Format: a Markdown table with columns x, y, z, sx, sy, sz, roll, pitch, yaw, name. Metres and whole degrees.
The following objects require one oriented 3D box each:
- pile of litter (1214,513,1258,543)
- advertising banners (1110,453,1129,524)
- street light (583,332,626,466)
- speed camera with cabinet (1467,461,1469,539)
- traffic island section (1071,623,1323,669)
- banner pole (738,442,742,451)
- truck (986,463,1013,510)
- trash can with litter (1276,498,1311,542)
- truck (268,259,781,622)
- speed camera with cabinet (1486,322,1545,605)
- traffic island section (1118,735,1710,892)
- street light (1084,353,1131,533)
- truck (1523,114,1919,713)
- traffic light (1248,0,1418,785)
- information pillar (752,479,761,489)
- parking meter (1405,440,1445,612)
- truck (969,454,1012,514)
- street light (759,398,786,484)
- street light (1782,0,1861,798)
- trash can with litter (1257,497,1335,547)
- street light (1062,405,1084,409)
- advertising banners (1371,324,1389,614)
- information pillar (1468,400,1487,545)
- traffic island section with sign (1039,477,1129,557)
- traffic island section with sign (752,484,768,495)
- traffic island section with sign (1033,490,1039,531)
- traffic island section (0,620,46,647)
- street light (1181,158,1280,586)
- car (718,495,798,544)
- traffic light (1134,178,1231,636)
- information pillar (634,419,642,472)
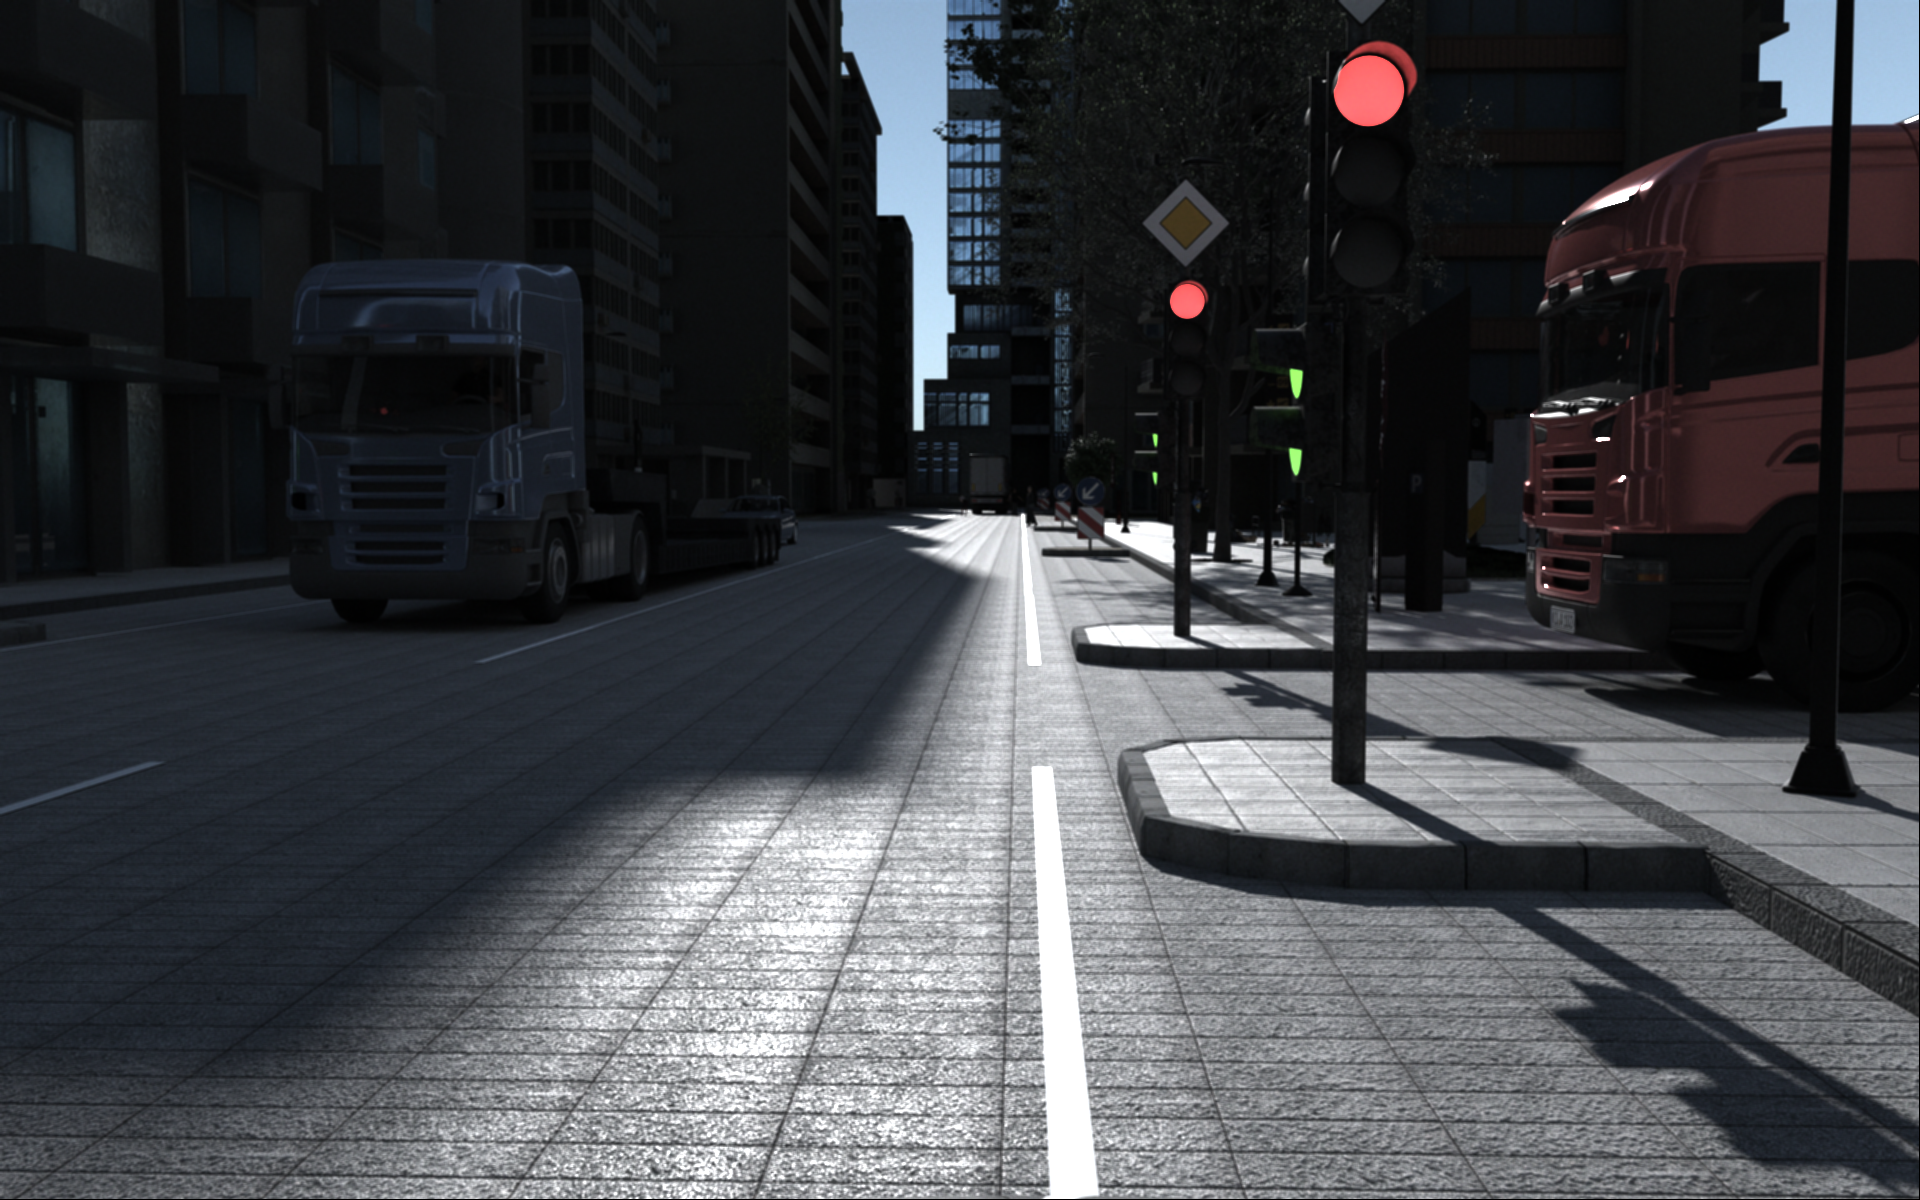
| x | y | z | sx | sy | sz | roll | pitch | yaw | name |
| --- | --- | --- | --- | --- | --- | --- | --- | --- | --- |
| 7.409 | -1.990 | 46.500 | 1.176 | 0.858 | 1.719 | 1 | 4 | 11 | pile of litter |
| 6.794 | -4.754 | 73.917 | 0.090 | 3.025 | 2.074 | 2 | 4 | 28 | advertising banners |
| -10.241 | -4.719 | 49.695 | 1.470 | 5.913 | 1.316 | 0 | 4 | 2 | street light |
| 14.931 | -3.299 | 48.274 | 0.660 | 3.252 | 2.038 | -2 | 4 | -24 | speed camera with cabinet |
| 2.034 | 0.403 | 15.697 | 2.009 | 0.180 | 2.903 | 0 | 4 | 2 | traffic island section |
| -10.590 | -5.701 | 83.224 | 0.401 | 3.779 | 0.863 | 0 | 4 | 5 | banner pole |
| 3.302 | -10.379 | 158.615 | 2.839 | 4.237 | 11.283 | 0 | 4 | 3 | truck |
| 9.002 | -2.157 | 46.647 | 0.624 | 1.170 | 1.055 | 3 | 4 | 37 | trash can with litter |
| -5.334 | -2.232 | 26.255 | 2.967 | 4.110 | 18.799 | 0 | 4 | 3 | truck |
| 7.255 | -1.601 | 20.514 | 2.038 | 3.252 | 0.660 | -2 | 4 | -28 | speed camera with cabinet |
| 1.752 | 0.891 | 7.717 | 2.009 | 0.180 | 2.903 | 0 | 4 | 2 | traffic island section |
| 4.950 | -5.187 | 57.349 | 1.470 | 5.913 | 1.316 | 0 | 4 | 2 | street light |
| 9.283 | -1.429 | 12.275 | 11.283 | 4.237 | 2.839 | 0 | 4 | 1 | truck |
| 1.712 | -1.143 | 7.605 | 0.839 | 4.253 | 0.868 | 0 | 4 | 2 | traffic light |
| -9.713 | -4.783 | 82.692 | 0.304 | 2.012 | 0.304 | 2 | 4 | 35 | information pillar |
| 5.094 | -0.813 | 19.003 | 0.255 | 1.863 | 0.399 | -2 | 4 | -24 | parking meter |
| 2.244 | -8.511 | 128.067 | 2.839 | 4.237 | 11.283 | 0 | 4 | 4 | truck |
| -9.115 | -6.804 | 83.780 | 1.470 | 5.913 | 1.316 | 0 | 4 | 2 | street light |
| 3.188 | -2.128 | 7.342 | 1.470 | 5.913 | 1.316 | 0 | 4 | 2 | street light |
| 8.272 | -1.917 | 42.405 | 1.678 | 1.210 | 2.233 | -2 | 4 | -35 | trash can with litter |
| 6.045 | -7.223 | 90.635 | 1.470 | 5.913 | 1.316 | 0 | 4 | 2 | street light |
| 4.591 | -1.392 | 18.944 | 0.090 | 3.025 | 2.074 | 1 | 4 | 12 | advertising banners |
| 12.867 | -3.166 | 43.113 | 0.504 | 3.616 | 0.183 | -1 | 4 | -23 | information pillar |
| 2.912 | -1.947 | 40.463 | 1.989 | 1.847 | 2.006 | 0 | 4 | 2 | traffic island section with sign |
| -7.842 | -3.623 | 67.867 | 1.989 | 1.847 | 2.006 | 0 | 4 | 2 | traffic island section with sign |
| 3.871 | -3.595 | 67.402 | 1.989 | 1.847 | 2.006 | 0 | 4 | 2 | traffic island section with sign |
| -9.999 | 0.376 | 16.126 | 2.009 | 0.180 | 2.903 | 0 | 4 | 2 | traffic island section |
| 3.758 | -3.151 | 24.067 | 1.470 | 5.913 | 1.316 | 0 | 4 | 2 | street light |
| -5.638 | -2.221 | 48.320 | 2.014 | 1.417 | 4.499 | 0 | 4 | 4 | car |
| 1.995 | -1.631 | 15.585 | 0.839 | 4.253 | 0.868 | 0 | 4 | 2 | traffic light |
| -10.079 | -3.848 | 54.276 | 0.183 | 3.616 | 0.504 | 0 | 4 | 7 | information pillar |
